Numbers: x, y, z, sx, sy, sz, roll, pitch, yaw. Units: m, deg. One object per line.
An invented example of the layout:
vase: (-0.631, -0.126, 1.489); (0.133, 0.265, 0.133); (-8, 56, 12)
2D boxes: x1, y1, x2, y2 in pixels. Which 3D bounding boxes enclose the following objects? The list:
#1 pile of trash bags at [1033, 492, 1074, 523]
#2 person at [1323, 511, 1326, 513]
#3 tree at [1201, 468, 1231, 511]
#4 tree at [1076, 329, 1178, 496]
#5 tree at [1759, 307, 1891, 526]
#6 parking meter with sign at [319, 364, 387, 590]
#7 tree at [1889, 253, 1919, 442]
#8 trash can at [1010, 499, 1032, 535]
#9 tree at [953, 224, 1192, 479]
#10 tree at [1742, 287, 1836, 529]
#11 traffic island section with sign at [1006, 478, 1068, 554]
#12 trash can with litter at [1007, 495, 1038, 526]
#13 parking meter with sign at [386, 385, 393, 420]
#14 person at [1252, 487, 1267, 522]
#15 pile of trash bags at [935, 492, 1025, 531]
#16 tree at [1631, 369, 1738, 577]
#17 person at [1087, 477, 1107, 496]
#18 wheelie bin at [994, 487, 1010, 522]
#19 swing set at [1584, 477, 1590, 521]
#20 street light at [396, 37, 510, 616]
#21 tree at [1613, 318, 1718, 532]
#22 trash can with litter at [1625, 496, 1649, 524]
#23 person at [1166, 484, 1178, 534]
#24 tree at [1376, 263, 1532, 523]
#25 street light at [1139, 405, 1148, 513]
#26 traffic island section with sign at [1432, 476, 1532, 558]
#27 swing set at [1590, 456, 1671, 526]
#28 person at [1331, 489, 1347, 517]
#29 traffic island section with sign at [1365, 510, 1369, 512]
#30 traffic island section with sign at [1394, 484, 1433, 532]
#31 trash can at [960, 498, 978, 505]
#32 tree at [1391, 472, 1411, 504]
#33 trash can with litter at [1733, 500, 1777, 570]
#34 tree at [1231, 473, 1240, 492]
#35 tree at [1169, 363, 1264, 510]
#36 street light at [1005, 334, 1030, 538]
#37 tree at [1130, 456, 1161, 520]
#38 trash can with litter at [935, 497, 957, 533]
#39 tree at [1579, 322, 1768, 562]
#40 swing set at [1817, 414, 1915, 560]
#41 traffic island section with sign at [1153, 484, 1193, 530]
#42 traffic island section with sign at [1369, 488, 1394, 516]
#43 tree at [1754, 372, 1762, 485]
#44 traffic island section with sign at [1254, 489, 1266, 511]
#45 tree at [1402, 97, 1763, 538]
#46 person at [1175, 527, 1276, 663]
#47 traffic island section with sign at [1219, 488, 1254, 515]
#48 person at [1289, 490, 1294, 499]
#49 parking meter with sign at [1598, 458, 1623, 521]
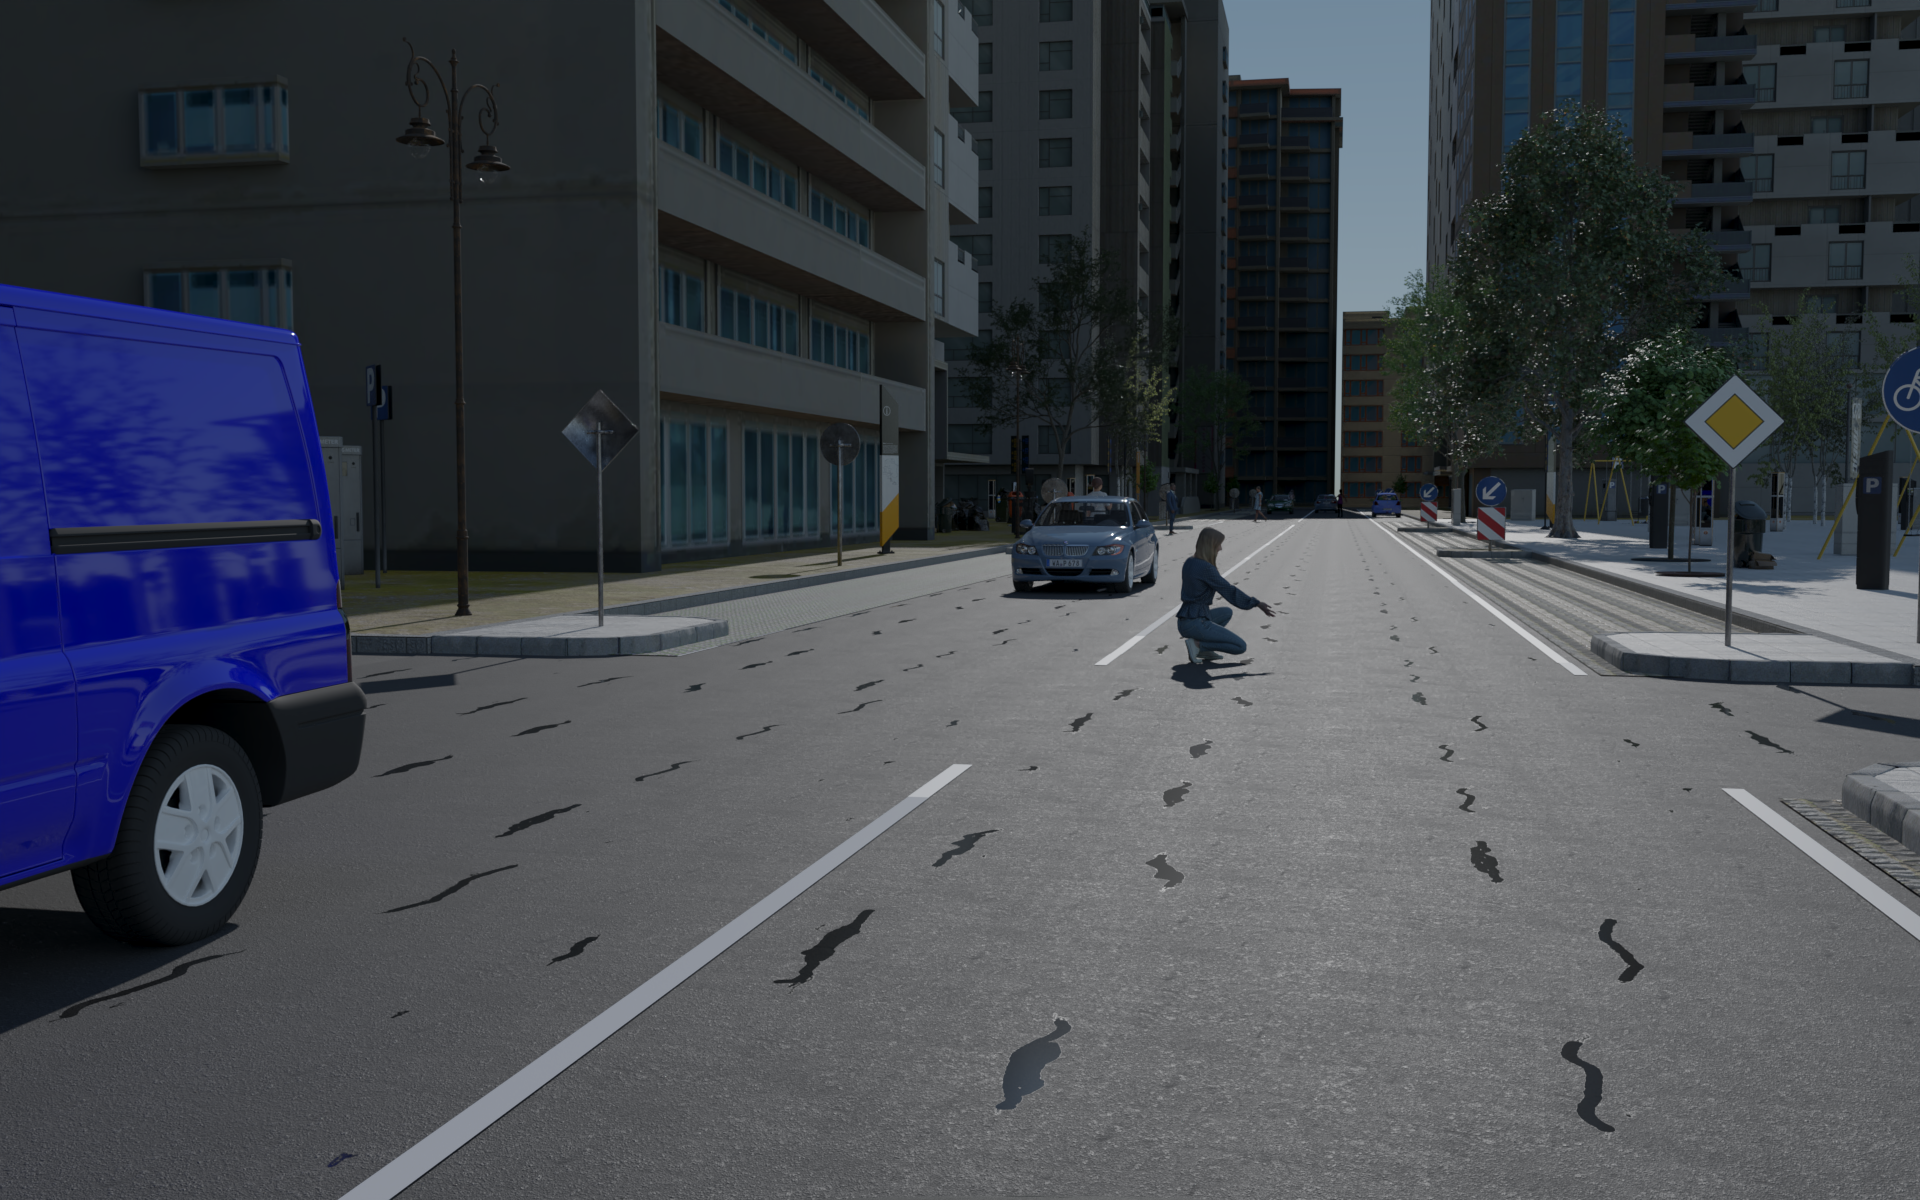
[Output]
pile of trash bags: (3.627, -3.978, 74.788); (1.912, 1.369, 3.447); (-3, 5, -44)
person: (28.314, -7.513, 134.563); (0.599, 1.433, 0.991); (3, 4, 39)
tree: (19.056, -8.298, 130.273); (1.663, 3.219, 1.824); (0, 3, 0)
tree: (7.293, -7.743, 76.953); (4.360, 8.622, 3.978); (0, 3, 0)
tree: (34.535, -7.227, 68.525); (4.360, 8.622, 3.978); (0, 3, 0)
parking meter with sign: (-8.641, -1.641, 23.097); (1.738, 3.016, 0.543); (-2, 4, -31)
tree: (28.851, -6.168, 51.208); (4.737, 8.622, 4.395); (0, 3, 0)
trash can: (1.921, -2.613, 54.379); (0.748, 1.137, 0.748); (0, 3, 0)
tree: (3.533, -7.701, 60.318); (8.767, 10.594, 7.601); (-3, 4, -36)
tree: (30.065, -6.874, 62.751); (4.737, 8.622, 4.395); (0, 3, 0)
traffic island section with sign: (2.247, -2.020, 41.654); (1.989, 1.847, 2.006); (1, 4, 12)
trash can with litter: (2.663, -3.544, 69.003); (1.678, 1.210, 2.233); (-2, 4, -26)
parking meter with sign: (-9.891, -1.905, 27.413); (0.543, 3.016, 1.738); (3, 5, 42)
person: (15.339, -4.900, 88.710); (0.778, 1.811, 0.616); (1, 4, 16)
pile of trash bags: (0.550, -3.120, 60.762); (3.447, 1.369, 1.912); (-1, 4, -8)
tree: (11.331, -1.990, 27.146); (1.663, 3.219, 1.824); (0, 3, 0)
person: (2.726, -1.510, 33.751); (0.480, 1.755, 0.524); (1, 4, 16)
wheelie bin: (1.960, -4.349, 79.013); (0.693, 1.594, 0.980); (1, 4, 12)
swing set: (30.516, -5.036, 79.959); (3.119, 2.851, 2.862); (0, 4, 7)
street light: (-5.254, -2.774, 18.149); (0.468, 5.910, 1.993); (1, 4, 12)
tree: (23.468, -6.607, 58.394); (4.360, 8.622, 3.978); (0, 3, 0)
trash can with litter: (29.885, -3.890, 74.660); (2.233, 1.210, 1.678); (3, 4, 37)
person: (7.620, -3.278, 62.271); (0.419, 1.800, 0.721); (1, 4, 17)
tree: (22.444, -9.268, 77.280); (9.928, 11.665, 9.643); (0, 3, 0)
street light: (8.732, -6.666, 81.782); (0.468, 5.910, 1.993); (1, 4, 12)
traffic island section with sign: (11.911, -1.884, 39.431); (1.989, 1.847, 2.006); (1, 4, 12)
swing set: (28.348, -4.527, 71.637); (3.119, 2.851, 2.862); (-1, 4, -8)
person: (23.354, -5.958, 106.604); (1.217, 1.739, 0.721); (-2, 4, -29)
traffic island section with sign: (33.934, -8.079, 140.726); (1.989, 1.847, 2.006); (1, 4, 12)
traffic island section with sign: (17.649, -3.495, 65.771); (1.989, 1.847, 2.006); (1, 4, 12)
trash can: (0.356, -3.371, 66.763); (0.748, 1.137, 0.748); (0, 3, 0)
tree: (37.161, -9.235, 145.586); (1.663, 3.219, 1.824); (0, 3, 0)
trash can with litter: (13.736, -1.128, 29.825); (0.624, 1.170, 1.055); (0, 4, -4)
tree: (24.813, -9.889, 156.280); (1.663, 3.219, 1.824); (0, 3, 0)
tree: (20.329, -12.910, 136.826); (9.928, 11.665, 9.643); (0, 3, 0)
street light: (1.667, -4.721, 49.981); (0.468, 5.910, 1.993); (1, 4, 12)
tree: (9.304, -5.669, 87.289); (1.663, 3.219, 1.824); (0, 3, 0)
trash can with litter: (-0.685, -2.788, 56.971); (1.055, 1.170, 0.624); (-2, 4, -34)
tree: (13.701, -3.021, 33.105); (4.285, 4.588, 4.351); (0, 3, 0)
swing set: (18.876, -2.198, 33.560); (3.119, 2.851, 2.862); (-2, 4, -34)
traffic island section with sign: (8.388, -3.750, 69.934); (1.989, 1.847, 2.006); (1, 4, 12)
traffic island section with sign: (28.145, -6.449, 114.069); (1.989, 1.847, 2.006); (1, 4, 12)
tree: (36.444, -7.552, 73.842); (4.360, 8.622, 3.978); (0, 3, 0)
traffic island section with sign: (24.247, -8.209, 142.840); (1.989, 1.847, 2.006); (1, 4, 12)
tree: (17.815, -8.160, 50.431); (9.611, 12.733, 9.660); (0, 3, 0)
person: (2.195, -0.059, 14.970); (0.738, 1.151, 1.012); (-1, 4, -12)
traffic island section with sign: (18.516, -6.598, 116.499); (1.989, 1.847, 2.006); (1, 4, 12)
person: (24.689, -7.330, 129.007); (0.551, 1.740, 0.621); (3, 5, 41)
parking meter with sign: (30.896, -5.269, 82.406); (0.543, 3.016, 1.738); (0, 4, -3)
